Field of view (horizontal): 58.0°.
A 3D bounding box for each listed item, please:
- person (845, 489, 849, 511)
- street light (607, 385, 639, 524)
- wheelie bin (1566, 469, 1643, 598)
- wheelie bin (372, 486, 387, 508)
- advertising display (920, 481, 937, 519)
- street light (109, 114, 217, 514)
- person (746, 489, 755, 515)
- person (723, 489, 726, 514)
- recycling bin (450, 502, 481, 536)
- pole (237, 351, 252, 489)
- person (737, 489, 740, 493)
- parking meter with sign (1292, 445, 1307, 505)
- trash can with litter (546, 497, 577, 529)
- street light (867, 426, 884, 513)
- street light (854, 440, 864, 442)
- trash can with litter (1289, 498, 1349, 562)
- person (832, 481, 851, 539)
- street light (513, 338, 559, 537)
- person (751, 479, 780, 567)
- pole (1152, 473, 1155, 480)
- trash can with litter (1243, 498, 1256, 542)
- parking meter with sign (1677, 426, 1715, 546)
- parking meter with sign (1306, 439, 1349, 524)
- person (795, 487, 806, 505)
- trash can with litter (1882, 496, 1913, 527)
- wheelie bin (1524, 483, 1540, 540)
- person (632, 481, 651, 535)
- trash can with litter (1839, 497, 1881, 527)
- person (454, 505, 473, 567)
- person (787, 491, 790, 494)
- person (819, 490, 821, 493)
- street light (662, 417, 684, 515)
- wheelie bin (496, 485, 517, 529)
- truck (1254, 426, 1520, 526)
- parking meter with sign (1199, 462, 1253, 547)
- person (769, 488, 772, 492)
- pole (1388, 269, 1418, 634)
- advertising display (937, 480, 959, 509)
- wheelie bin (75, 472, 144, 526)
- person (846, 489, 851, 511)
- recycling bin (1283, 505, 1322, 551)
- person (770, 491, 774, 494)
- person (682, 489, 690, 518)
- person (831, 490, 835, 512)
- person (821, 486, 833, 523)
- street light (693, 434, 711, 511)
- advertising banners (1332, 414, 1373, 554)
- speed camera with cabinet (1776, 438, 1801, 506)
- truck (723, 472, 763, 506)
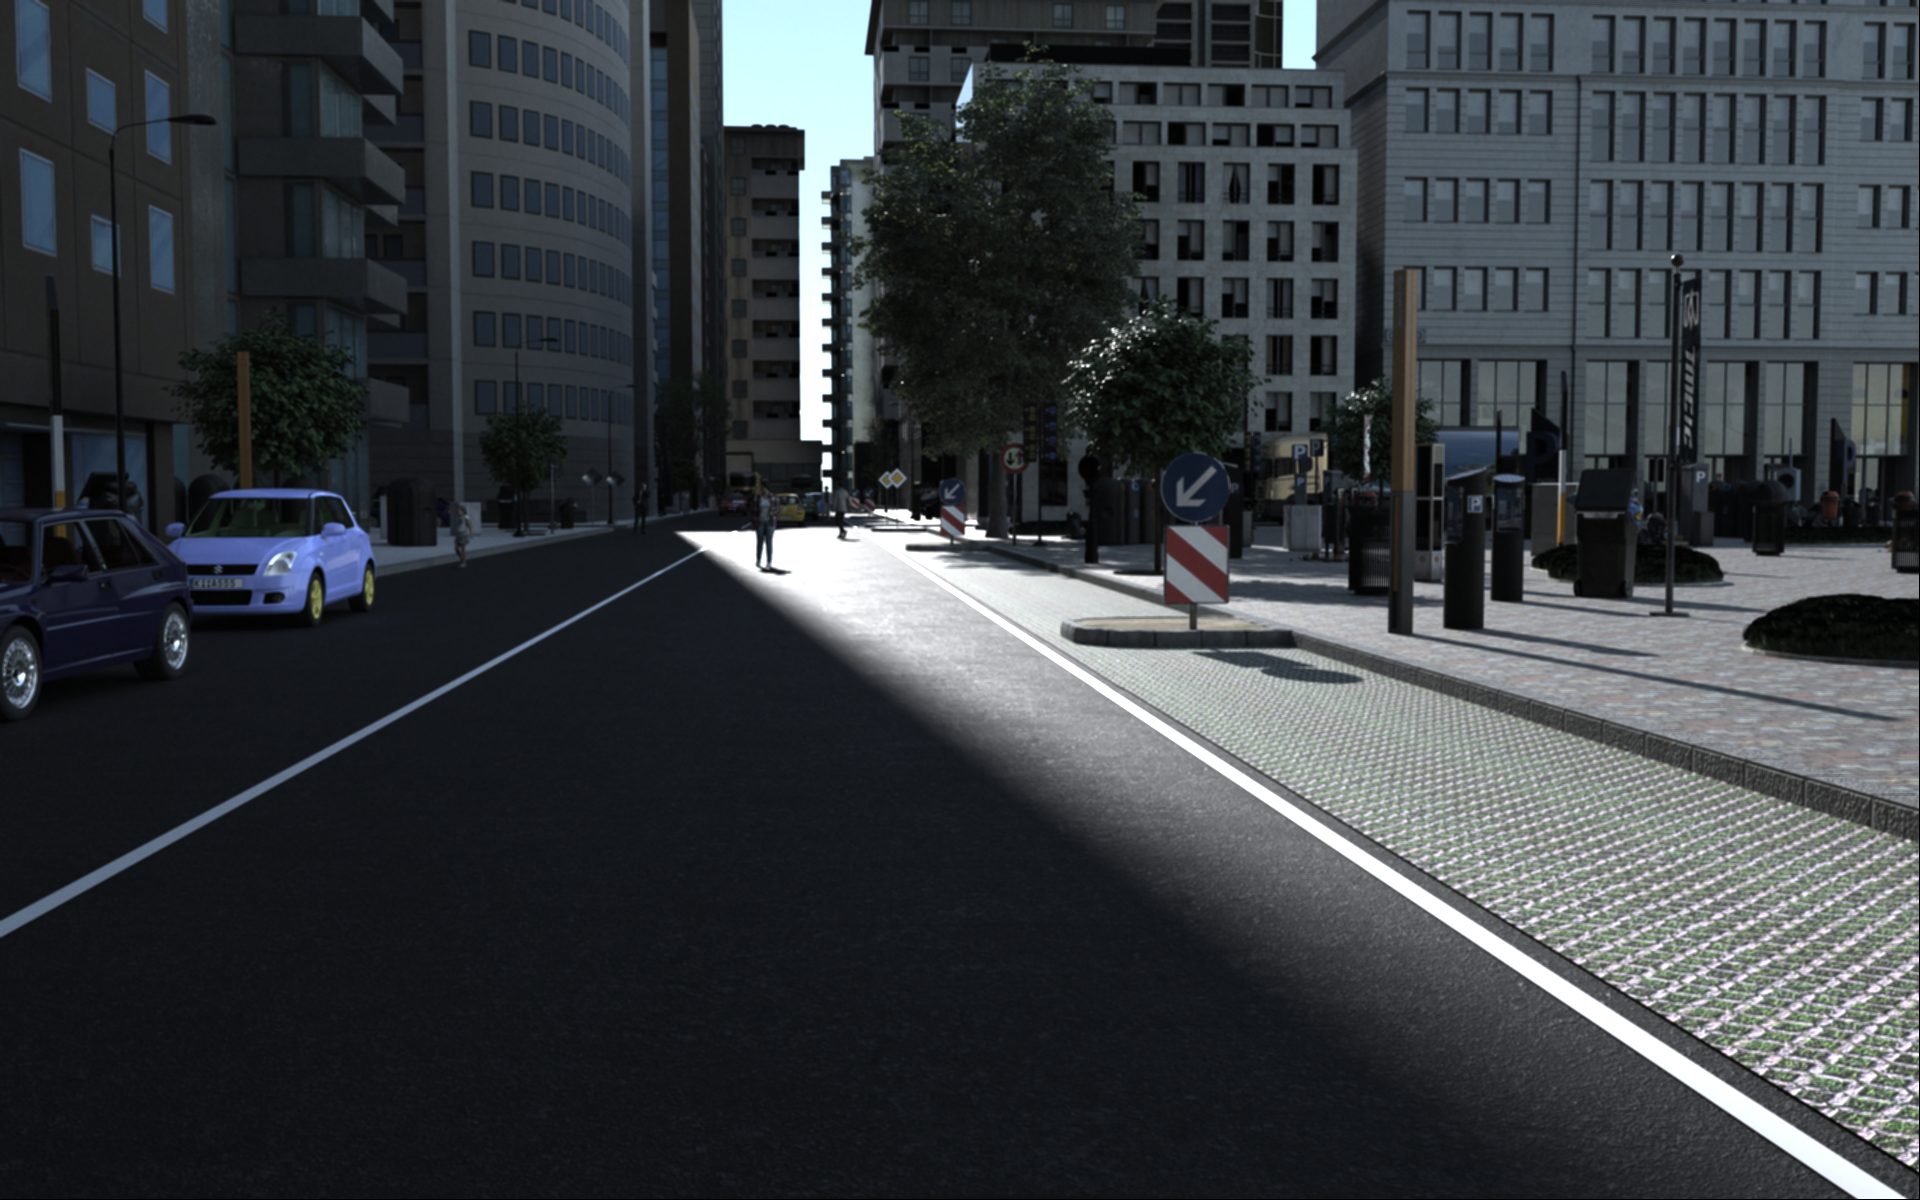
[{"bbox_3d":[-9.089,-7.884,137.505,0.767,1.812,0.694,-1,4,-10],"label":"person"},{"bbox_3d":[-14.315,-6.176,73.523,1.470,5.913,1.316,0,4,-5],"label":"street light"},{"bbox_3d":[8.060,-0.840,21.640,0.980,1.594,0.693,3,4,36],"label":"wheelie bin"},{"bbox_3d":[-24.024,-3.928,72.133,0.980,1.594,0.693,3,4,39],"label":"wheelie bin"},{"bbox_3d":[-1.594,-5.082,88.308,0.974,1.923,0.123,-1,4,-11],"label":"advertising display"},{"bbox_3d":[-9.781,-2.980,21.269,1.470,5.913,1.316,0,4,-5],"label":"street light"},{"bbox_3d":[-14.448,-6.808,120.158,0.721,1.781,0.623,0,4,7],"label":"person"},{"bbox_3d":[-16.684,-6.912,122.081,0.524,1.755,0.480,0,4,-2],"label":"person"},{"bbox_3d":[-15.244,-2.497,53.388,0.722,1.027,0.722,-3,5,-41],"label":"recycling bin"},{"bbox_3d":[-10.263,-1.898,24.884,0.158,3.312,0.155,0,3,0],"label":"pole"},{"bbox_3d":[-17.332,-7.750,135.308,0.391,1.810,0.635,-1,4,-19],"label":"person"},{"bbox_3d":[11.807,-3.909,60.176,0.543,3.016,1.738,1,4,10],"label":"parking meter with sign"},{"bbox_3d":[-14.598,-3.183,63.434,1.055,1.170,0.624,-3,4,-36],"label":"trash can with litter"},{"bbox_3d":[-5.648,-8.951,118.895,1.470,5.913,1.316,0,4,-5],"label":"street light"},{"bbox_3d":[-8.404,-10.800,149.128,1.470,5.913,1.316,0,4,-5],"label":"street light"},{"bbox_3d":[7.153,-1.370,33.451,1.678,1.210,2.233,0,4,-6],"label":"trash can with litter"},{"bbox_3d":[-3.784,-2.893,55.641,0.661,1.843,0.795,-3,5,-39],"label":"person"},{"bbox_3d":[-12.598,-4.829,51.496,1.470,5.913,1.316,0,4,-5],"label":"street light"},{"bbox_3d":[-3.810,-1.505,33.948,0.563,1.720,0.643,0,4,0],"label":"person"},{"bbox_3d":[8.522,-5.027,76.028,0.158,3.312,0.155,0,3,0],"label":"pole"},{"bbox_3d":[7.511,-2.111,45.907,0.624,1.170,1.055,1,4,15],"label":"trash can with litter"},{"bbox_3d":[18.376,-2.881,43.357,0.543,3.016,1.738,0,4,0],"label":"parking meter with sign"},{"bbox_3d":[12.039,-3.622,55.488,1.738,3.016,0.543,-2,4,-31],"label":"parking meter with sign"},{"bbox_3d":[-8.198,-4.898,88.765,0.592,1.802,0.473,3,4,36],"label":"person"},{"bbox_3d":[35.432,-3.317,65.283,2.233,1.210,1.678,-2,4,-25],"label":"trash can with litter"},{"bbox_3d":[16.226,-2.516,49.052,0.980,1.594,0.693,-3,4,-36],"label":"wheelie bin"},{"bbox_3d":[-11.301,-3.281,61.502,0.648,1.900,0.474,-1,4,-16],"label":"person"},{"bbox_3d":[29.575,-2.796,57.098,1.055,1.170,0.624,0,4,-5],"label":"trash can with litter"},{"bbox_3d":[-9.730,-1.259,34.100,0.505,1.210,0.382,2,4,33],"label":"person"},{"bbox_3d":[-17.800,-10.366,178.509,0.721,1.766,1.217,-2,4,-27],"label":"person"},{"bbox_3d":[-15.710,-11.387,194.545,0.709,1.838,0.599,1,4,10],"label":"person"},{"bbox_3d":[-17.195,-8.025,103.744,1.470,5.913,1.316,0,4,-5],"label":"street light"},{"bbox_3d":[-16.491,-3.386,63.262,0.980,1.594,0.693,1,4,9],"label":"wheelie bin"},{"bbox_3d":[17.393,-5.099,72.289,11.283,4.237,2.839,0,4,-4],"label":"truck"},{"bbox_3d":[6.277,-2.756,41.316,1.738,3.016,0.543,-3,5,-42],"label":"parking meter with sign"},{"bbox_3d":[-12.082,-6.217,110.023,0.818,1.842,0.514,-1,4,-18],"label":"person"},{"bbox_3d":[4.061,-1.347,15.872,0.158,3.312,0.155,0,3,0],"label":"pole"},{"bbox_3d":[-0.486,-4.366,76.597,0.974,1.923,0.123,2,4,35],"label":"advertising display"},{"bbox_3d":[-12.168,-1.039,24.891,0.693,1.594,0.980,1,4,22],"label":"wheelie bin"},{"bbox_3d":[-8.355,-7.327,128.577,0.850,1.792,0.678,-2,4,-34],"label":"person"},{"bbox_3d":[7.753,-1.632,39.236,0.722,1.027,0.722,0,4,-1],"label":"recycling bin"},{"bbox_3d":[-10.540,-5.326,97.398,0.330,1.601,0.589,0,4,0],"label":"person"},{"bbox_3d":[-16.099,-5.677,101.895,0.480,1.755,0.524,-2,4,-29],"label":"person"},{"bbox_3d":[-10.168,-7.948,138.722,0.678,1.792,0.850,-2,4,-33],"label":"person"},{"bbox_3d":[-6.597,-4.704,85.297,0.514,1.842,0.818,-2,4,-31],"label":"person"},{"bbox_3d":[-19.962,-9.874,133.976,1.470,5.913,1.316,0,4,-5],"label":"street light"},{"bbox_3d":[8.513,-2.521,37.412,0.090,3.025,2.074,2,4,35],"label":"advertising banners"},{"bbox_3d":[28.707,-4.111,61.554,2.038,3.252,0.660,3,5,41],"label":"speed camera with cabinet"},{"bbox_3d":[-19.270,-9.765,155.583,3.469,3.379,9.791,0,4,-4],"label":"truck"}]
